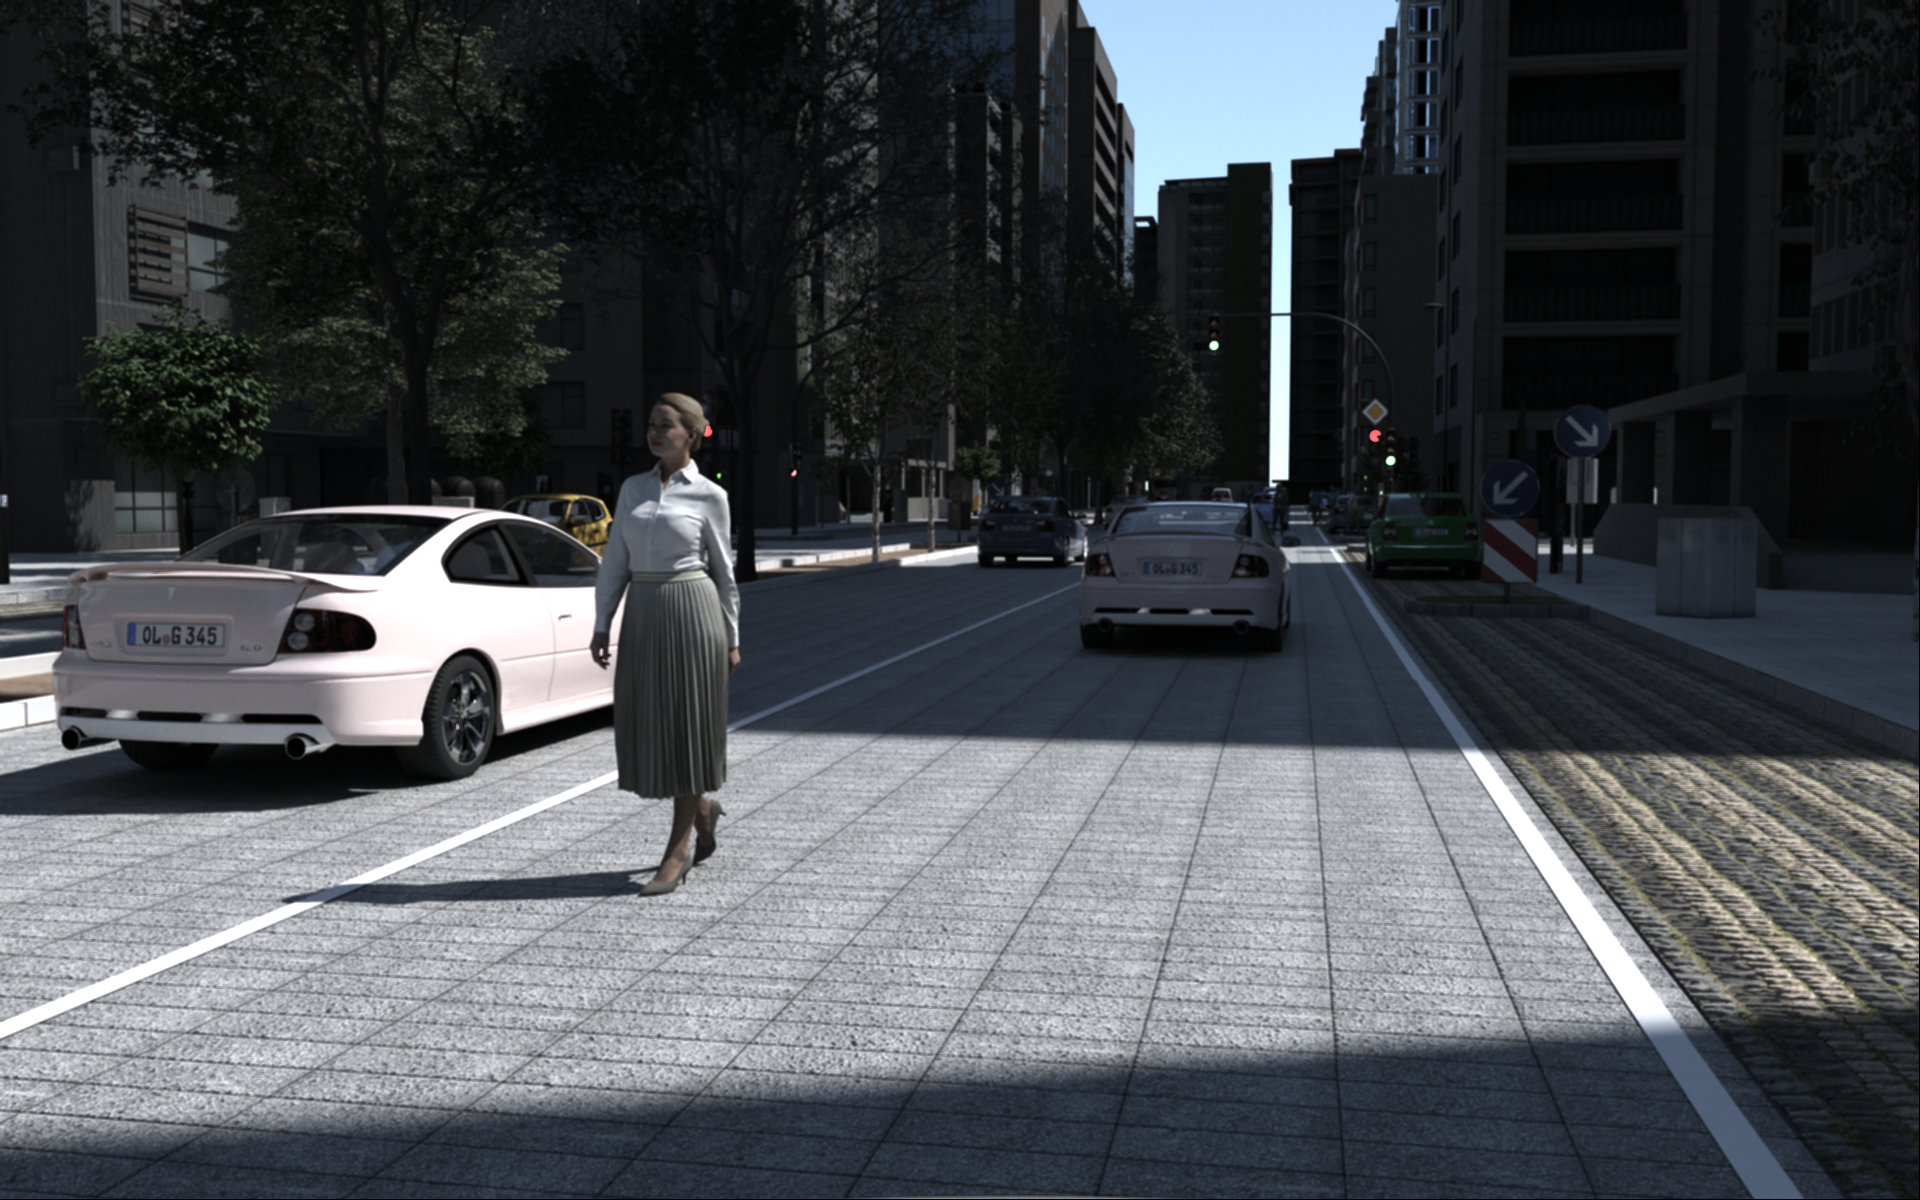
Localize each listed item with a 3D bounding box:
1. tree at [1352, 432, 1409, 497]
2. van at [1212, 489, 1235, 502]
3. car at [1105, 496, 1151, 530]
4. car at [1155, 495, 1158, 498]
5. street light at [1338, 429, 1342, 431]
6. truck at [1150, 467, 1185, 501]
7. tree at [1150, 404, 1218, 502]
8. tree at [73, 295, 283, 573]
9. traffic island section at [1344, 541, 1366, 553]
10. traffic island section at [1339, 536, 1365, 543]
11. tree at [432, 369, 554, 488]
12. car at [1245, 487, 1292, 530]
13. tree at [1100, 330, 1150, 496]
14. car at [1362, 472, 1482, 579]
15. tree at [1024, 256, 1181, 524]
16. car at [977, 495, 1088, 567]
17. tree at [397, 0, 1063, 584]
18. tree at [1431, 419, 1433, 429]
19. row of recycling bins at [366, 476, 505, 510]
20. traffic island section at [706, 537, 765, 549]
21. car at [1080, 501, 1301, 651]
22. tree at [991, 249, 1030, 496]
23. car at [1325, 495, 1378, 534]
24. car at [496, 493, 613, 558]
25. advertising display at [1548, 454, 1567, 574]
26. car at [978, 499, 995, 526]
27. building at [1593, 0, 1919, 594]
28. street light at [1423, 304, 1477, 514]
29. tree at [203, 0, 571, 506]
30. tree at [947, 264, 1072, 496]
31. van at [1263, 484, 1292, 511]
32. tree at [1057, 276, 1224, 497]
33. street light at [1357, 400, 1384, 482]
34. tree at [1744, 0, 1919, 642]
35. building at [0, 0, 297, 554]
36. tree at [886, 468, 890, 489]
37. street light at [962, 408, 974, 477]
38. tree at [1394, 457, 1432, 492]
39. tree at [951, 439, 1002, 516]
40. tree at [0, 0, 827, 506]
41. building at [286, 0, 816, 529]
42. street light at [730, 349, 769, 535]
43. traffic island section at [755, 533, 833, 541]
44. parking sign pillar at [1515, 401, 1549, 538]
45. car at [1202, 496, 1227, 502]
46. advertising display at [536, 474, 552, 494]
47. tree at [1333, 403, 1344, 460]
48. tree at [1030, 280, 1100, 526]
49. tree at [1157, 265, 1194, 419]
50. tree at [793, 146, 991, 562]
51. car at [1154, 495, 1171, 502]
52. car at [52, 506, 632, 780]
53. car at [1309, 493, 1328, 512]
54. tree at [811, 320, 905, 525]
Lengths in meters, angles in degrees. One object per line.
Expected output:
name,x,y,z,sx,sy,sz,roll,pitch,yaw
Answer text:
tree,21.712,-6.433,88.890,4.285,4.588,4.351,0,3,0
van,20.035,-7.677,132.533,2.013,2.044,4.112,1,4,10
car,6.893,-3.484,69.329,2.083,1.381,4.827,1,4,12
car,19.291,-9.296,164.350,2.083,1.381,4.827,1,4,12
street light,27.812,-9.292,124.466,1.470,5.913,1.316,1,4,11
truck,21.116,-11.410,175.463,2.839,4.237,11.283,1,4,12
tree,12.727,-10.795,113.370,8.767,10.594,7.601,1,4,11
tree,-12.957,-2.764,28.908,4.285,4.588,4.351,0,3,0
traffic island section,10.701,-1.280,43.208,2.009,0.180,2.903,1,4,11
traffic island section,12.213,-1.760,51.049,2.009,0.180,2.903,1,4,11
tree,-12.218,-3.787,45.633,4.285,4.588,4.351,0,3,0
car,12.461,-3.703,70.128,1.945,1.707,3.694,1,4,11
tree,6.081,-7.528,75.897,4.360,8.622,3.978,0,3,0
car,8.104,-1.326,30.476,1.959,1.807,4.718,1,4,11
tree,6.514,-9.861,81.815,7.486,12.596,7.792,0,3,0
car,1.505,-1.421,35.235,2.014,1.417,4.499,1,4,12
tree,-3.391,-6.981,26.960,12.009,13.543,11.850,0,3,0
tree,27.093,-8.622,91.330,4.360,8.622,3.978,0,3,0
row of recycling bins,-11.911,-1.991,39.665,1.069,1.692,3.534,3,4,36
traffic island section,-6.720,-1.485,46.560,2.009,0.180,2.903,1,4,11
car,2.333,-0.302,17.297,2.083,1.381,4.827,1,4,12
tree,-0.669,-5.447,41.883,4.360,8.622,3.978,0,3,0
car,14.270,-3.110,62.850,2.014,1.417,4.499,1,4,11
car,-7.334,-1.240,30.495,2.015,1.641,3.980,1,4,9
advertising display,9.721,-1.405,28.182,0.123,1.923,0.974,2,4,28
car,1.942,-3.569,70.718,2.083,1.381,4.827,1,4,10
building,27.963,-20.421,25.758,32.217,40.220,23.993,1,4,11
street light,12.002,-4.270,42.360,1.470,5.913,1.316,1,4,11
tree,-12.267,-7.218,36.143,7.486,12.596,7.792,0,3,0
tree,1.534,-6.184,53.930,4.737,8.622,4.395,0,3,0
van,17.971,-5.628,99.026,2.013,2.044,4.112,1,4,9
tree,8.498,-10.444,90.221,9.611,12.733,9.660,0,3,0
street light,20.288,-6.905,85.439,1.470,5.913,1.316,1,4,11
tree,8.610,-3.946,14.877,4.360,8.622,3.978,0,3,0
building,-23.853,-22.038,43.916,14.086,41.232,14.154,1,4,11
tree,-4.470,-6.710,104.303,1.663,3.219,1.824,0,3,0
street light,0.663,-7.330,92.388,1.470,5.913,1.316,1,4,11
tree,20.777,-5.219,79.928,1.663,3.219,1.824,0,3,0
tree,1.028,-7.317,103.346,4.285,4.588,4.351,0,3,0
tree,-5.170,-4.904,17.054,8.767,10.594,7.601,1,4,11
building,-13.949,-23.186,62.686,14.154,41.232,14.086,1,4,11
street light,-6.665,-5.014,54.513,1.470,5.913,1.316,1,4,11
traffic island section,-5.208,-1.965,54.401,2.009,0.180,2.903,1,4,11
parking sign pillar,16.513,-3.802,50.627,1.447,3.967,1.447,1,4,13
car,17.204,-6.442,117.912,1.945,1.354,3.894,1,4,9
advertising display,-13.309,-3.069,55.398,0.123,1.923,0.974,-3,4,-37
tree,29.778,-10.898,128.543,4.360,8.622,3.978,0,3,0
tree,2.469,-6.505,59.182,4.360,8.622,3.978,0,3,0
tree,3.983,-9.440,67.163,12.009,13.543,11.850,0,3,0
tree,-1.742,-5.112,36.394,4.360,8.622,3.978,0,3,0
car,18.443,-8.838,157.082,1.945,1.354,3.894,1,4,12
car,-3.078,0.132,10.200,2.083,1.381,4.827,1,4,13
car,28.451,-7.750,136.302,1.945,1.707,3.694,1,4,9
tree,-4.482,-7.466,72.426,4.737,8.622,4.395,0,3,0
